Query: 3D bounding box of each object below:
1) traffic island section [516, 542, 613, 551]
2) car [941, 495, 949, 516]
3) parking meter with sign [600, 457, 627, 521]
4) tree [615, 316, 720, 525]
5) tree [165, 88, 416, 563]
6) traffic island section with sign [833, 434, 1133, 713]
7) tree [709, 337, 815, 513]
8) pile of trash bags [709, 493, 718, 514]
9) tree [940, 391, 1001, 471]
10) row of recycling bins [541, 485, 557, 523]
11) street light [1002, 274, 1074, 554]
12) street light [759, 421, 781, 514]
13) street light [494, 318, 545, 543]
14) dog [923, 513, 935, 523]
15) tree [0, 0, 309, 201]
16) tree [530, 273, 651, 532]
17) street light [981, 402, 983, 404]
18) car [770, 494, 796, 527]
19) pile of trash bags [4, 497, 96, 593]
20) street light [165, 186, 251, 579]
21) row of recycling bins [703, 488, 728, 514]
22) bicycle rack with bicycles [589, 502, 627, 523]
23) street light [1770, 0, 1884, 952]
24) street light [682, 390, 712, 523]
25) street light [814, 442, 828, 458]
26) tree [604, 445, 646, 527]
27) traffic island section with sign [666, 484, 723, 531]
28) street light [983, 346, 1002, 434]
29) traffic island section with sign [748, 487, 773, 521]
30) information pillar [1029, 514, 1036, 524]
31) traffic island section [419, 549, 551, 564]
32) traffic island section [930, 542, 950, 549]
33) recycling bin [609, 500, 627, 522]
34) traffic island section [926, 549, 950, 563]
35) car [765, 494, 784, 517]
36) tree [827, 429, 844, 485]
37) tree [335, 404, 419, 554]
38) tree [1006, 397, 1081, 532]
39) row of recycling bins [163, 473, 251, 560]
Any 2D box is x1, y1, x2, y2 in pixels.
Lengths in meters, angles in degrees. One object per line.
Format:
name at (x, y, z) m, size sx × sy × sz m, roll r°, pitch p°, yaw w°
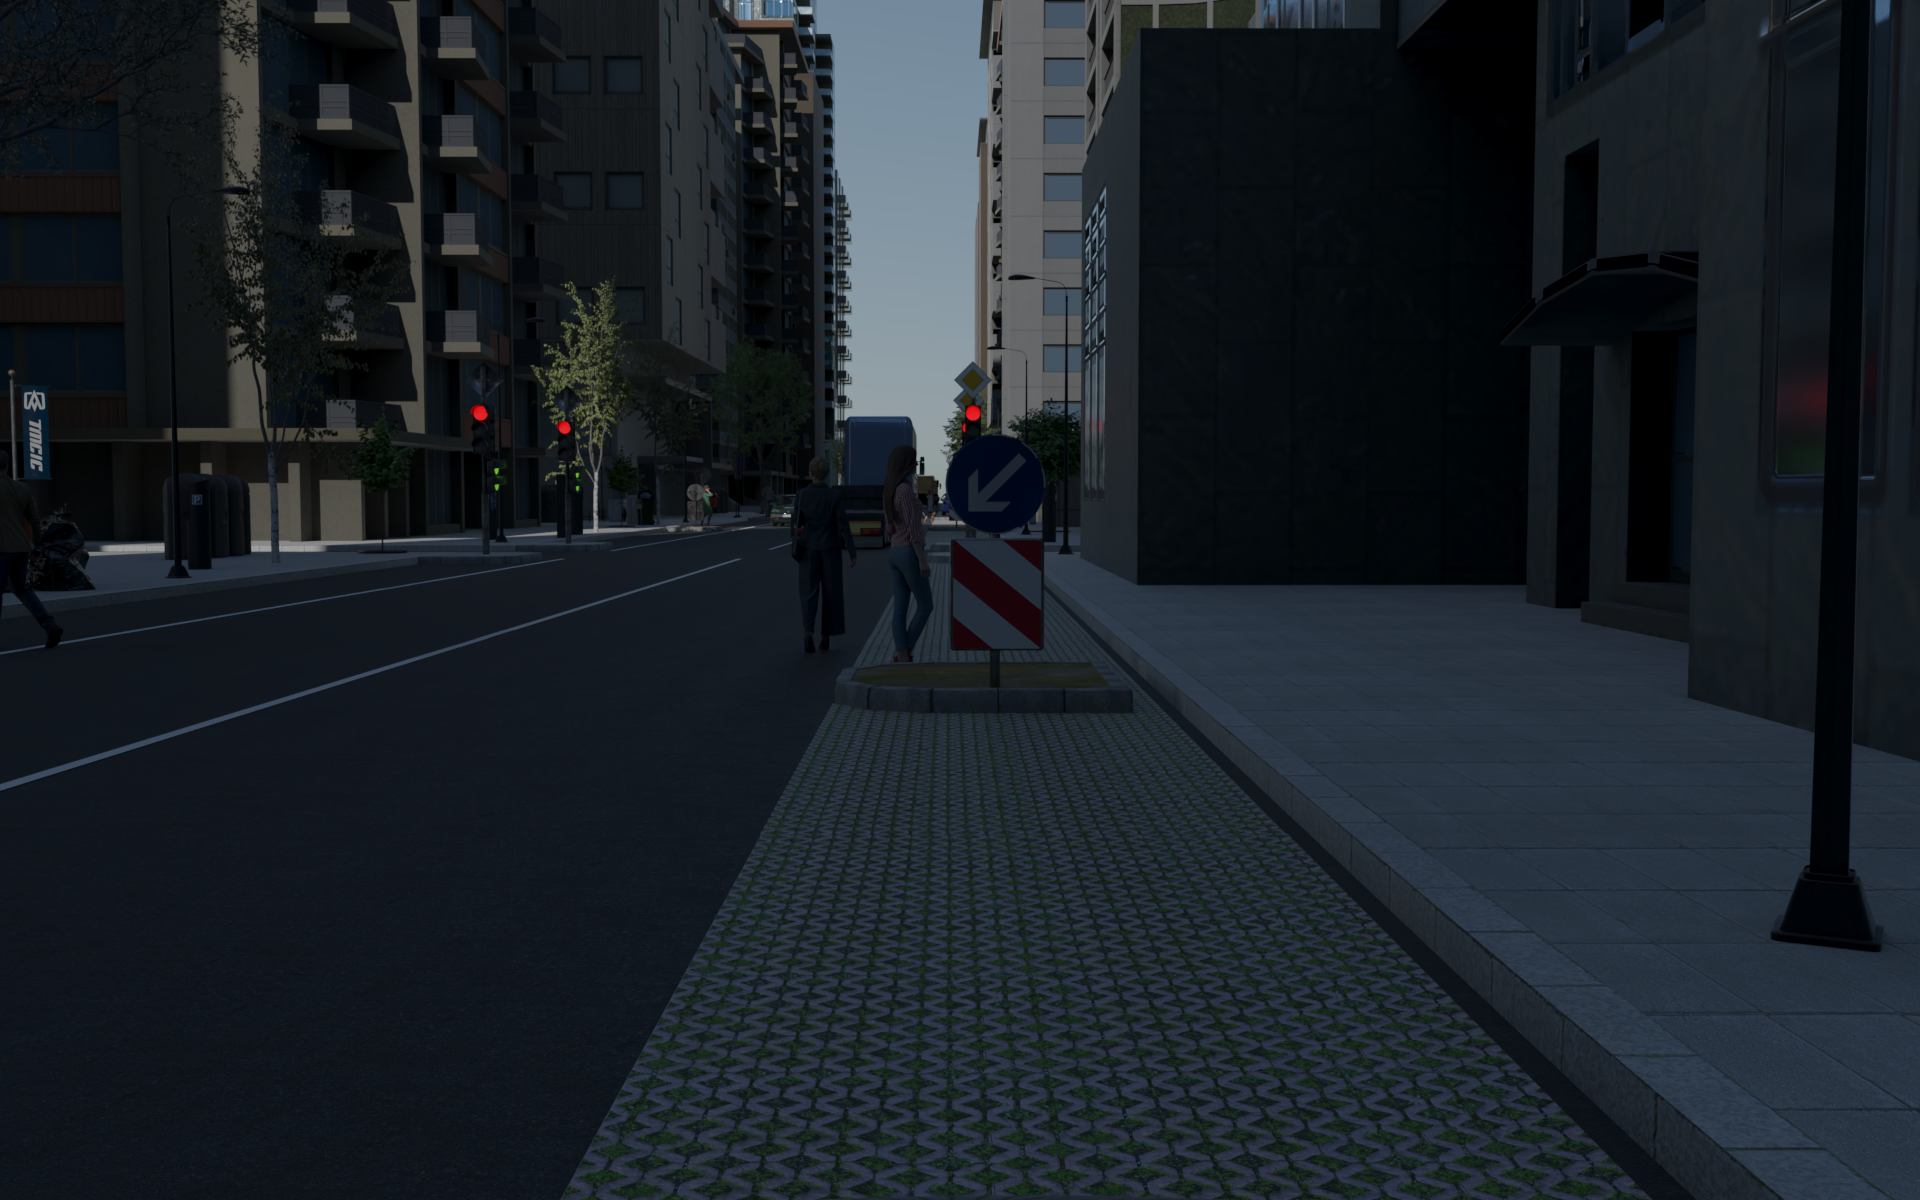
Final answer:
traffic island section at (-10.149, -1.378, 44.818) m, size 2.009 × 0.180 × 2.903 m, roll 0°, pitch 4°, yaw 0°
car at (-0.343, -6.486, 115.630) m, size 1.945 × 1.707 × 3.694 m, roll 0°, pitch 4°, yaw 1°
parking meter with sign at (-15.984, -5.204, 81.352) m, size 1.738 × 3.016 × 0.543 m, roll 0°, pitch 4°, yaw -7°
tree at (-12.466, -7.480, 72.659) m, size 4.360 × 8.622 × 3.978 m, roll 0°, pitch 3°, yaw 0°
tree at (-12.535, -4.984, 31.847) m, size 4.360 × 8.622 × 3.978 m, roll 0°, pitch 3°, yaw 0°
traffic island section with sign at (0.125, -0.218, 12.190) m, size 1.989 × 1.847 × 2.006 m, roll 0°, pitch 4°, yaw 0°
tree at (-13.295, -11.616, 115.672) m, size 9.928 × 11.665 × 9.643 m, roll 0°, pitch 3°, yaw 0°
pile of trash bags at (-17.199, -6.215, 111.363) m, size 3.447 × 1.369 × 1.912 m, roll 1°, pitch 4°, yaw 13°
tree at (2.460, -18.210, 204.383) m, size 9.857 × 13.997 × 8.962 m, roll 0°, pitch 3°, yaw 0°
row of recycling bins at (-18.163, -4.354, 78.297) m, size 1.069 × 1.692 × 3.534 m, roll 1°, pitch 4°, yaw 9°
street light at (1.716, -3.929, 36.780) m, size 1.470 × 5.913 × 1.316 m, roll 0°, pitch 4°, yaw 0°
street light at (-12.077, -8.412, 110.078) m, size 1.470 × 5.913 × 1.316 m, roll 0°, pitch 4°, yaw 0°
street light at (-11.611, -4.476, 45.728) m, size 1.470 × 5.913 × 1.316 m, roll 0°, pitch 4°, yaw 0°
dog at (-1.552, -4.145, 87.062) m, size 0.540 × 0.507 × 0.406 m, roll -2°, pitch 4°, yaw -24°
tree at (-12.663, -6.632, 18.806) m, size 12.009 × 13.543 × 11.850 m, roll 0°, pitch 3°, yaw 0°
tree at (-12.331, -6.598, 58.239) m, size 4.737 × 8.622 × 4.395 m, roll 0°, pitch 3°, yaw 0°
street light at (1.384, -7.009, 87.131) m, size 1.470 × 5.913 × 1.316 m, roll 0°, pitch 4°, yaw 0°
car at (-7.453, -4.152, 77.669) m, size 2.009 × 1.686 × 4.222 m, roll 0°, pitch 4°, yaw 2°
pile of trash bags at (-13.020, -0.863, 23.859) m, size 1.912 × 1.369 × 3.447 m, roll -2°, pitch 4°, yaw -28°
street light at (-11.397, -3.286, 26.272) m, size 1.470 × 5.913 × 1.316 m, roll 0°, pitch 4°, yaw 0°
row of recycling bins at (-16.188, -6.582, 114.734) m, size 1.069 × 1.692 × 3.534 m, roll 1°, pitch 4°, yaw 10°
bicycle rack with bicycles at (-15.532, -3.970, 78.285) m, size 2.852 × 0.926 × 2.925 m, roll 0°, pitch 4°, yaw 0°
street light at (1.977, -1.976, 4.850) m, size 1.470 × 5.913 × 1.316 m, roll 0°, pitch 4°, yaw 0°
street light at (-11.777, -6.429, 77.658) m, size 1.470 × 5.913 × 1.316 m, roll 0°, pitch 4°, yaw 0°
street light at (-12.371, -11.083, 153.742) m, size 1.470 × 5.913 × 1.316 m, roll 0°, pitch 4°, yaw 0°
tree at (-13.142, -4.484, 67.915) m, size 1.663 × 3.219 × 1.824 m, roll 0°, pitch 3°, yaw 0°
traffic island section with sign at (-10.302, -3.595, 67.411) m, size 1.989 × 1.847 × 2.006 m, roll 0°, pitch 4°, yaw 0°
street light at (1.547, -5.012, 54.485) m, size 1.470 × 5.913 × 1.316 m, roll 0°, pitch 4°, yaw 0°
traffic island section with sign at (-10.479, -5.244, 94.365) m, size 1.989 × 1.847 × 2.006 m, roll 0°, pitch 4°, yaw 0°
information pillar at (3.089, -4.223, 73.534) m, size 0.304 × 2.012 × 0.304 m, roll 0°, pitch 4°, yaw 5°
traffic island section at (-10.096, -0.890, 36.834) m, size 2.009 × 0.180 × 2.903 m, roll 0°, pitch 4°, yaw 0°
traffic island section at (0.242, -1.382, 44.882) m, size 2.009 × 0.180 × 2.903 m, roll 0°, pitch 4°, yaw 0°
recycling bin at (-15.858, -4.149, 80.393) m, size 0.722 × 1.027 × 0.722 m, roll 0°, pitch 4°, yaw 5°
traffic island section at (0.295, -0.894, 36.897) m, size 2.009 × 0.180 × 2.903 m, roll 0°, pitch 4°, yaw 0°
car at (-10.272, -5.416, 100.553) m, size 2.014 × 1.417 × 4.499 m, roll 0°, pitch 4°, yaw -1°
tree at (-13.262, -15.027, 196.052) m, size 4.737 × 8.622 × 4.395 m, roll 0°, pitch 3°, yaw 0°
tree at (-12.459, -2.622, 37.467) m, size 1.663 × 3.219 × 1.824 m, roll 0°, pitch 3°, yaw 0°
tree at (2.970, -4.578, 58.568) m, size 4.285 × 4.588 × 4.351 m, roll 0°, pitch 3°, yaw 0°
row of recycling bins at (-15.283, -1.726, 35.336) m, size 1.069 × 1.692 × 3.534 m, roll 0°, pitch 4°, yaw -6°
